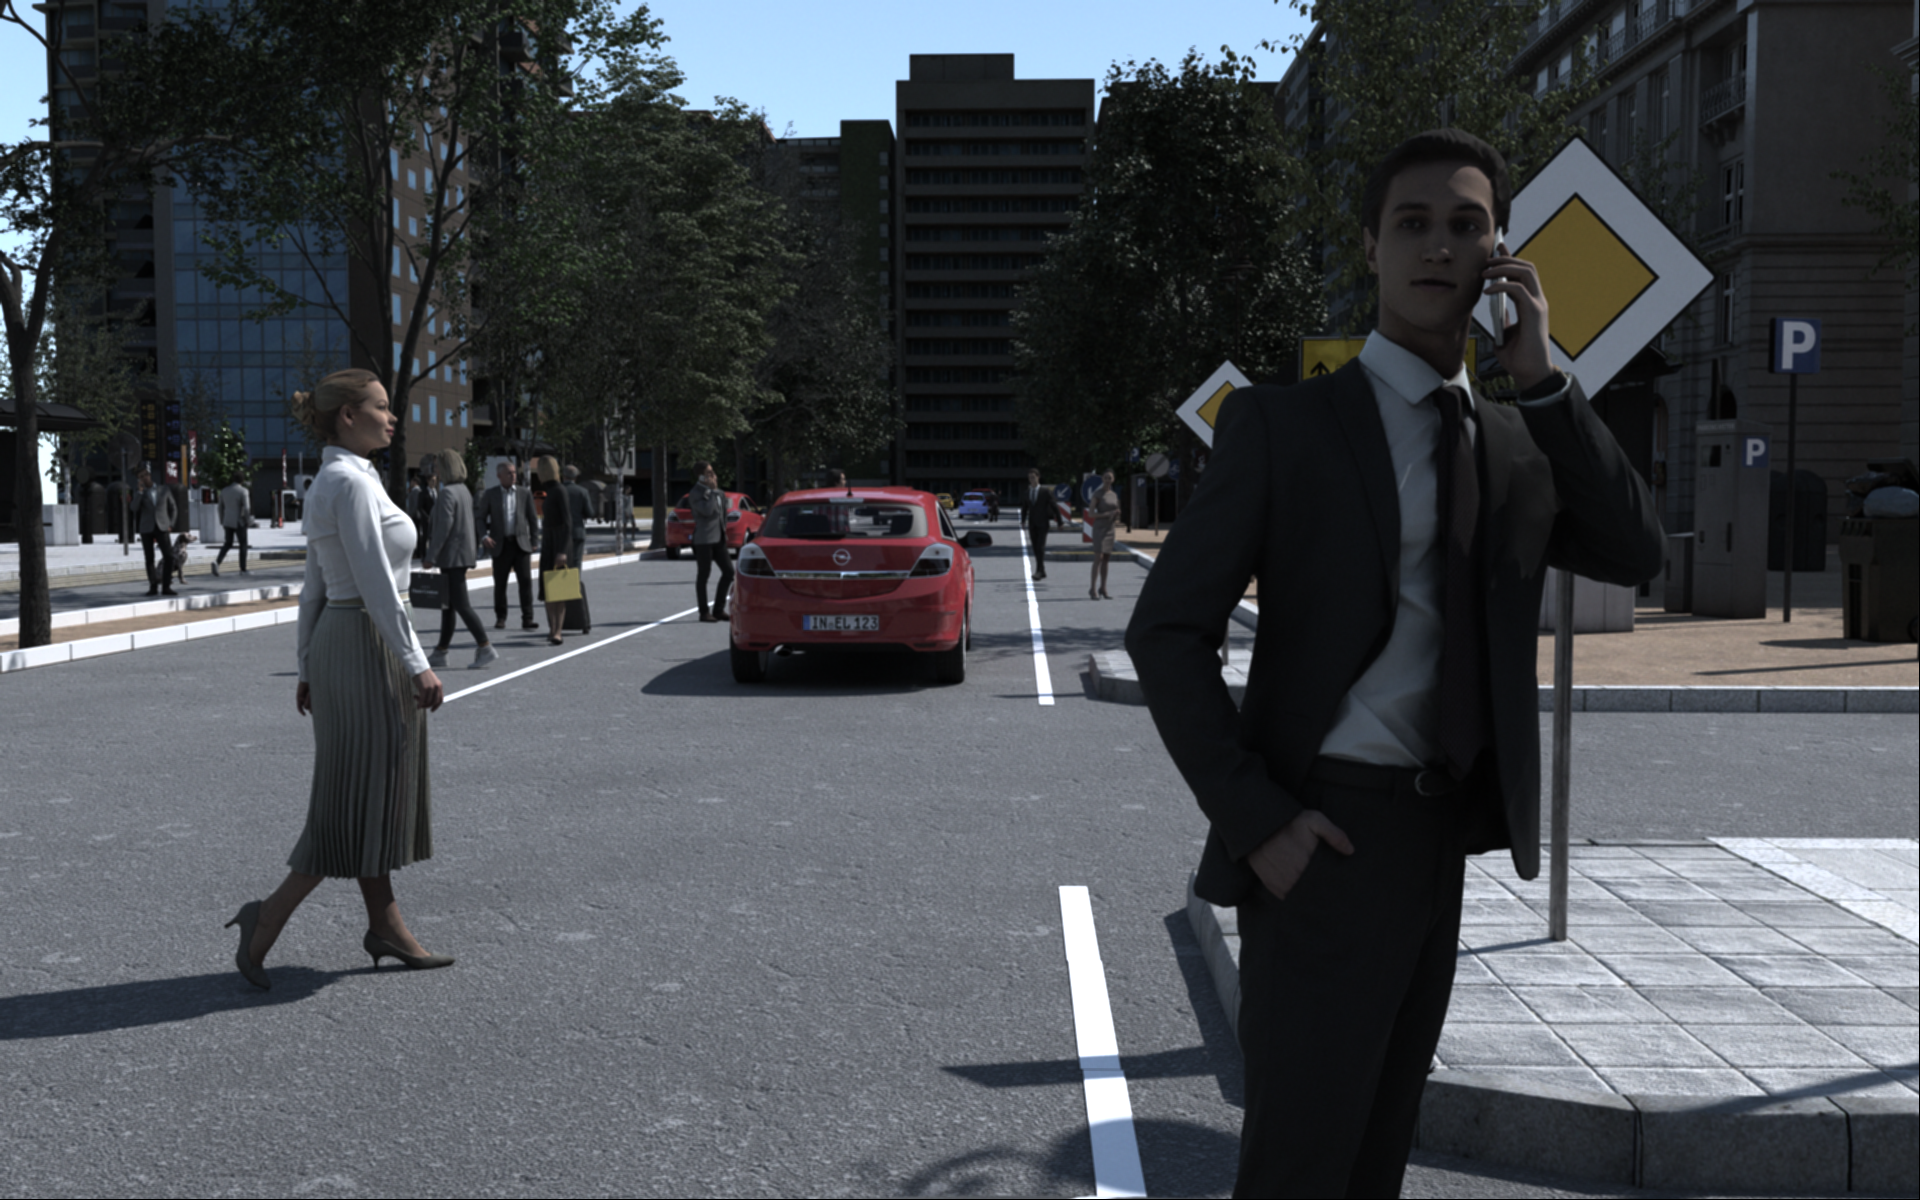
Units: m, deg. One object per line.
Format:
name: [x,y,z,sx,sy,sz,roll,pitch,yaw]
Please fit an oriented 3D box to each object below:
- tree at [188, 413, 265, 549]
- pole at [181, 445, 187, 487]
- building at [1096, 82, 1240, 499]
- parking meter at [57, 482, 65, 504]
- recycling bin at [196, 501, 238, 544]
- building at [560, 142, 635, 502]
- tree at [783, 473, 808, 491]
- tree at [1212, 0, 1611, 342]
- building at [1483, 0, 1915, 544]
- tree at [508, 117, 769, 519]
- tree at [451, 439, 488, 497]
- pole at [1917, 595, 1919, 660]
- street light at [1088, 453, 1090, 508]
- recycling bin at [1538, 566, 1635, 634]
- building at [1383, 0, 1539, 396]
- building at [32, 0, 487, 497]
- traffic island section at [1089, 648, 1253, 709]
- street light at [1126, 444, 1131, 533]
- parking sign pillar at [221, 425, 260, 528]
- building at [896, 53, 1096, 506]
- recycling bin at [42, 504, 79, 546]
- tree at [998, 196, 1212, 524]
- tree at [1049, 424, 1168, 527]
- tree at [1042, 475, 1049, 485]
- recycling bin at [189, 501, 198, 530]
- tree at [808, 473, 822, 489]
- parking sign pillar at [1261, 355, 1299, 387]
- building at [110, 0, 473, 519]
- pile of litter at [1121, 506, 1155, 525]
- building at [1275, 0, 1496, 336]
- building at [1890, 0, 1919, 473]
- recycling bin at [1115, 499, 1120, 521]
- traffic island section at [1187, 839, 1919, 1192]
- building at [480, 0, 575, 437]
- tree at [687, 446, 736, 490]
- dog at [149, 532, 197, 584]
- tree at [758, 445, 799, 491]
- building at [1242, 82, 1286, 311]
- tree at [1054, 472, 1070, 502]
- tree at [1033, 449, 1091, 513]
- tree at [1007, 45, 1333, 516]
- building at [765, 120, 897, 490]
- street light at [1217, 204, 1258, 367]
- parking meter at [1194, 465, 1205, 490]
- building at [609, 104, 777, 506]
tree: [-17.309,-2.849,41.188,1.663,3.219,1.824,0,3,0]
pole: [-32.237,-4.781,72.009,0.158,3.312,0.155,0,3,0]
building: [22.388,-33.114,191.527,14.200,45.320,14.600,0,4,2]
parking meter: [-43.787,-4.819,84.502,0.255,1.863,0.399,2,4,35]
recycling bin: [-19.276,-1.989,45.070,0.722,1.027,0.722,3,4,38]
building: [-35.014,-22.815,144.718,14.107,30.474,14.160,0,4,2]
tree: [-13.550,-8.912,140.316,1.663,3.219,1.824,0,3,0]
tree: [4.791,-4.156,18.319,4.737,8.622,4.395,0,3,0]
building: [26.247,-13.033,54.894,13.314,21.916,24.055,0,4,2]
tree: [-16.364,-14.183,87.773,12.611,20.169,13.585,0,3,0]
tree: [-16.853,-3.973,59.554,1.663,3.219,1.824,0,3,0]
pole: [7.532,-1.191,13.324,0.158,3.312,0.155,0,3,0]
street light: [6.480,-6.958,86.545,0.468,5.910,1.993,0,4,2]
recycling bin: [5.838,-0.229,16.303,0.722,1.027,0.722,-1,4,-17]
building: [26.063,-15.178,77.038,11.050,23.489,19.941,0,4,2]
building: [-56.897,-29.766,141.304,28.867,44.769,22.147,0,4,2]
traffic island section: [2.005,0.569,12.985,2.009,0.180,2.903,0,4,2]
street light: [5.597,-5.167,57.275,0.468,5.910,1.993,0,4,2]
parking sign pillar: [-27.266,-4.706,65.410,1.447,3.967,1.447,1,4,13]
building: [4.064,-34.932,194.846,21.600,48.544,21.300,0,4,2]
recycling bin: [-22.321,-1.851,42.816,0.722,1.027,0.722,2,4,30]
tree: [6.577,-10.312,75.250,9.857,13.997,8.962,0,3,0]
tree: [6.675,-5.182,68.447,4.285,4.588,4.351,0,3,0]
tree: [9.389,-10.948,162.718,4.285,4.588,4.351,0,3,0]
recycling bin: [-27.485,-3.034,62.156,0.722,1.027,0.722,0,4,-7]
tree: [-13.543,-10.190,161.200,1.663,3.219,1.824,0,3,0]
parking sign pillar: [5.783,-2.568,30.456,1.447,3.967,1.447,2,4,34]
building: [-36.302,-27.262,95.840,14.600,45.320,14.200,0,4,2]
pile of litter: [7.483,-3.577,72.454,1.176,0.858,1.719,-2,4,-24]
building: [38.717,-27.181,136.295,32.217,40.220,23.993,0,4,2]
building: [32.858,-14.349,31.872,25.104,27.353,12.463,0,4,2]
recycling bin: [7.375,-4.341,83.532,0.722,1.027,0.722,-2,4,-27]
traffic island section: [1.744,1.057,5.005,2.009,0.180,2.903,0,4,2]
building: [-38.896,-28.330,117.815,22.147,44.769,28.867,0,4,2]
tree: [-14.929,-7.368,104.173,4.285,4.588,4.351,0,3,0]
dog: [-12.692,-0.664,27.687,0.800,0.831,0.513,1,4,14]
tree: [-13.758,-11.195,133.403,4.737,8.622,4.395,0,3,0]
building: [36.598,-33.119,191.605,14.200,45.320,14.600,0,4,2]
tree: [7.746,-10.831,127.453,4.737,8.622,4.395,0,3,0]
tree: [8.266,-12.293,119.120,7.486,12.596,7.792,0,3,0]
tree: [5.772,-7.812,44.732,9.611,12.733,9.660,0,3,0]
building: [-14.189,-31.137,192.689,14.086,41.232,14.154,0,4,2]
street light: [4.464,-3.378,28.014,0.468,5.910,1.993,0,4,2]
parking meter: [5.394,-2.021,38.754,0.255,1.863,0.399,-1,4,-9]
building: [-35.678,-33.216,197.700,28.867,44.769,22.147,0,4,2]
